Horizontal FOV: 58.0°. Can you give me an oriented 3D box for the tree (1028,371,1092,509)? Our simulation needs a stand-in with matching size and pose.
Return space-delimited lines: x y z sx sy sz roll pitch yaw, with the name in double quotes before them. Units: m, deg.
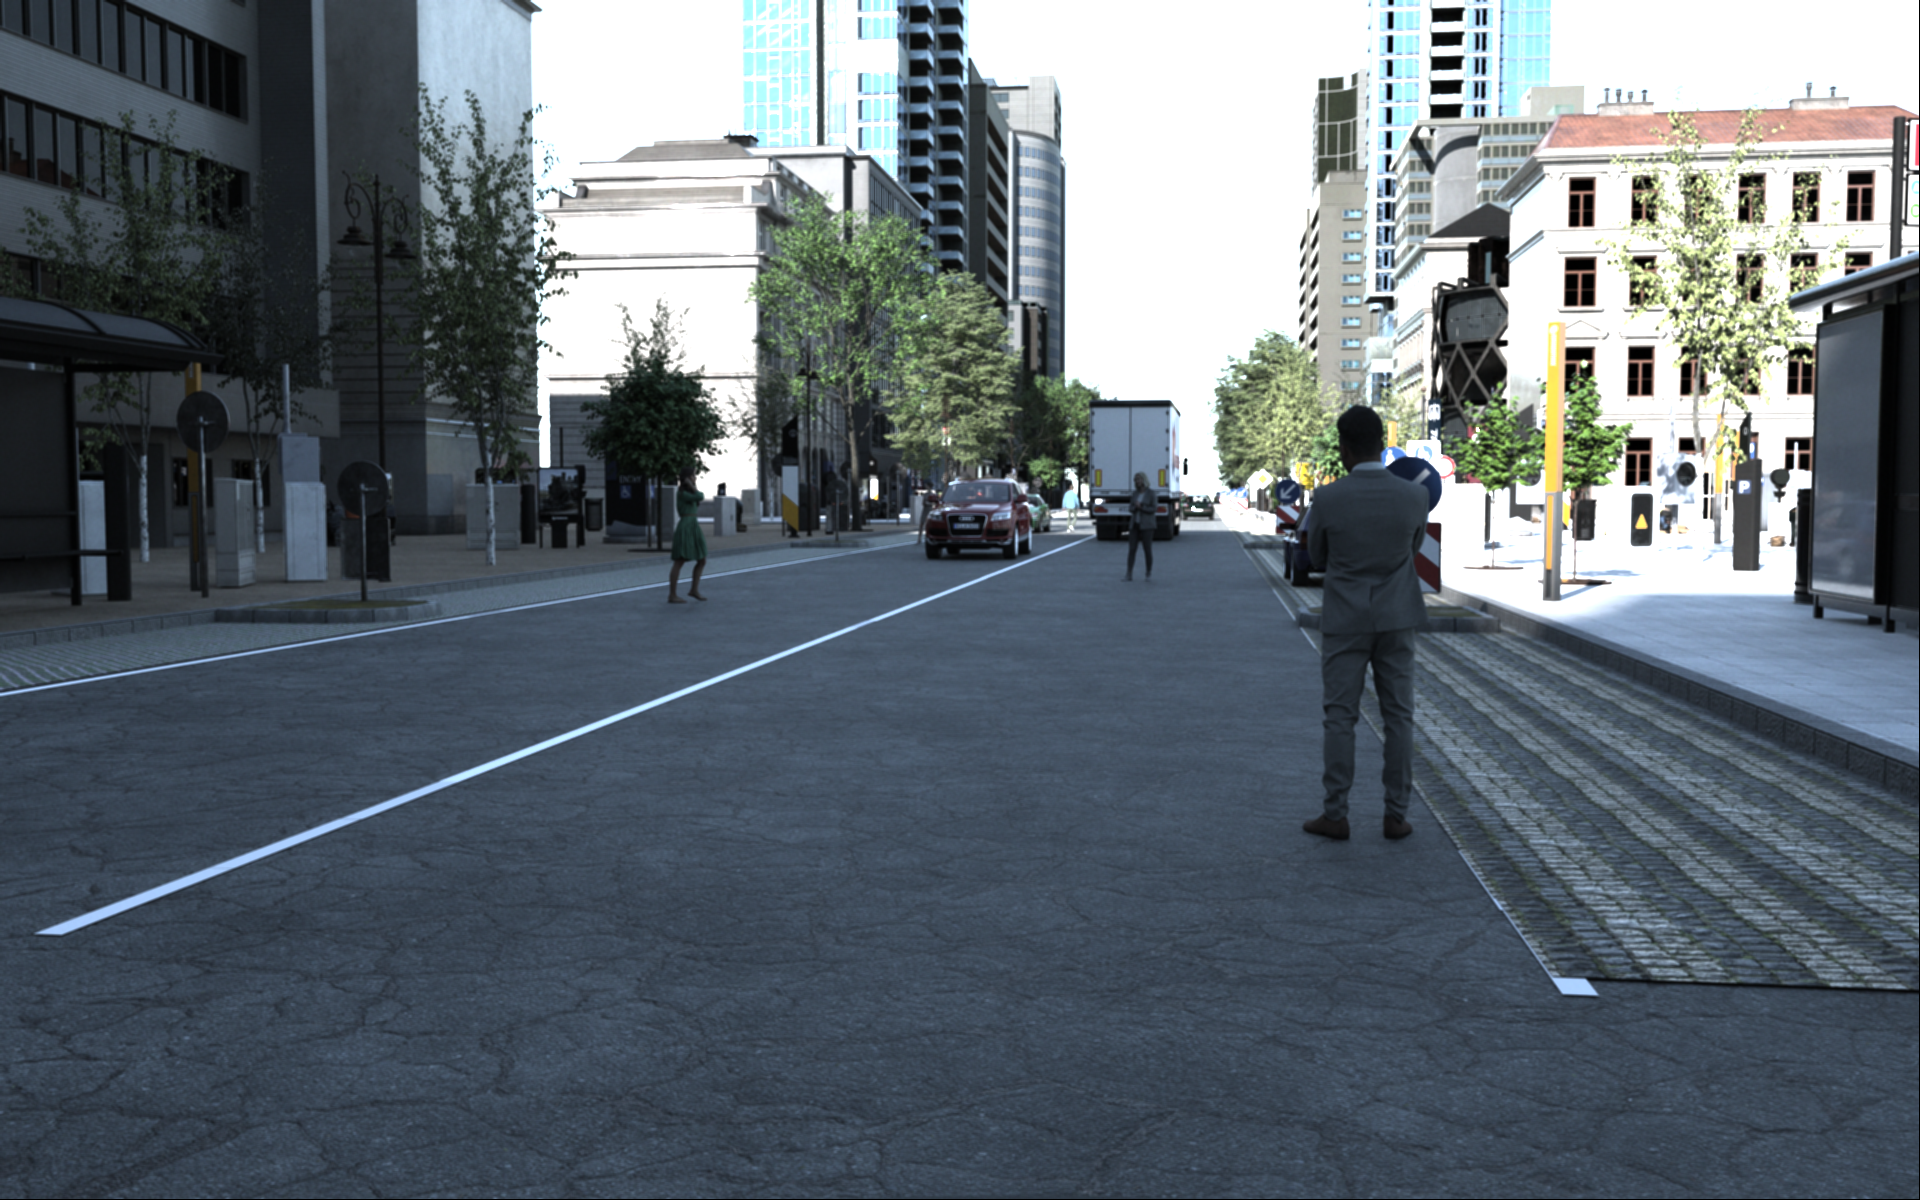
"tree" 7.605 -13.522 146.834 9.928 11.665 9.643 0 3 0

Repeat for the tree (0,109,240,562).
"tree" -15.733 -5.035 32.689 4.737 8.622 4.395 0 3 0

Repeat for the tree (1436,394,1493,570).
"tree" 9.230 -2.134 29.493 1.663 3.219 1.824 0 3 0

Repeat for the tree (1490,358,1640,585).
"tree" 8.865 -1.836 24.614 1.663 3.219 1.824 0 3 0

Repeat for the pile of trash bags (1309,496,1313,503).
"pile of trash bags" 28.389 -7.893 138.805 1.912 1.369 3.447 2 4 33

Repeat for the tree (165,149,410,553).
"tree" -15.144 -5.342 37.710 4.360 8.622 3.978 0 3 0

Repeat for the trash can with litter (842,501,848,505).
"trash can with litter" -6.983 -5.410 99.843 1.055 1.170 0.624 3 4 37

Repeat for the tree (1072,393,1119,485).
"tree" 18.065 -18.970 216.812 9.857 13.997 8.962 0 3 0

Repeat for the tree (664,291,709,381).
"tree" -11.390 -6.933 63.724 4.737 8.622 4.395 0 3 0

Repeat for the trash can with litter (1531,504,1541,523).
"trash can with litter" 25.498 -3.943 75.856 1.055 1.170 0.624 -1 4 -15

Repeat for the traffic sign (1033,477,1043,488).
"traffic sign" 5.840 -7.976 130.515 0.768 2.556 0.104 1 4 13

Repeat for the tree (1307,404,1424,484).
"tree" 14.393 -4.846 62.939 4.285 4.588 4.351 0 3 0

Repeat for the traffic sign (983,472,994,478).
"traffic sign" 1.291 -4.637 79.450 0.795 2.450 0.064 0 4 8

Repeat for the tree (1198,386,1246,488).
"tree" 31.117 -17.066 189.399 12.009 13.543 11.850 0 3 0

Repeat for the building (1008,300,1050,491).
"building" 5.661 -29.695 257.219 14.160 30.474 14.107 0 4 8

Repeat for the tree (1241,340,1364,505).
"tree" 16.241 -8.085 82.557 4.737 8.622 4.395 0 3 0

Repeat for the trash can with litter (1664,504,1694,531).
"trash can with litter" 25.422 -3.046 60.867 2.233 1.210 1.678 0 4 -7

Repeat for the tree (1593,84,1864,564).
"tree" 13.841 -4.971 31.642 4.737 8.622 4.395 0 3 0

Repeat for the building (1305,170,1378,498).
"building" 62.521 -38.524 253.571 21.300 48.544 21.600 0 4 8

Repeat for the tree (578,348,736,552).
"tree" -6.687 -3.372 38.846 4.285 4.588 4.351 0 3 0

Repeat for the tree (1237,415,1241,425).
"tree" 19.157 -9.414 104.277 4.737 8.622 4.395 0 3 0

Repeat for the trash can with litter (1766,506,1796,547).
"trash can with litter" 20.009 -1.856 41.732 1.055 1.170 0.624 3 5 41

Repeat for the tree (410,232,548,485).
"tree" -13.357 -6.013 48.669 4.360 8.622 3.978 0 3 0

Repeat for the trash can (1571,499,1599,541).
"trash can" 17.016 -2.178 47.260 0.748 1.137 0.748 0 3 0

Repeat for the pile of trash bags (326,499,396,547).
"pile of trash bags" -14.903 -2.016 42.717 1.912 1.369 3.447 -1 4 -18

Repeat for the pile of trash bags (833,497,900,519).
"pile of trash bags" -4.860 -4.765 87.664 3.447 1.369 1.912 -1 4 -23

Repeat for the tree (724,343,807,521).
"tree" -9.145 -8.113 83.013 4.360 8.622 3.978 0 3 0

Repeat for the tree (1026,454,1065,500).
"tree" 6.743 -9.422 137.756 4.285 4.588 4.351 0 3 0

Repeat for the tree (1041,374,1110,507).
"tree" 11.536 -15.206 165.633 9.611 12.733 9.660 0 3 0

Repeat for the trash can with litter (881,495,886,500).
"trash can with litter" -7.758 -8.384 148.143 2.233 1.210 1.678 -3 4 -37

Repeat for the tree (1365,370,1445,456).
"tree" 26.781 -9.379 103.706 4.737 8.622 4.395 0 3 0

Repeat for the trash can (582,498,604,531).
"trash can" -12.709 -2.962 60.090 0.748 1.137 0.748 0 3 0

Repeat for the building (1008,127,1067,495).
"building" 5.405 -44.999 277.728 21.231 58.520 28.212 0 4 8

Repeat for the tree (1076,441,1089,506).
"tree" 13.955 -14.642 189.751 4.737 8.622 4.395 0 3 0

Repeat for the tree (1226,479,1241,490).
"tree" 46.383 -18.767 290.550 4.285 4.588 4.351 0 3 0

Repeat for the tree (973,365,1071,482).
"tree" 4.168 -11.463 121.840 8.767 10.594 7.601 2 4 30

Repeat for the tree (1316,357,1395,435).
"tree" 21.030 -8.697 92.563 4.360 8.622 3.978 0 3 0

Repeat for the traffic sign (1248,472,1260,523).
"traffic sign" 13.313 -4.532 77.739 0.795 2.450 0.064 0 4 8

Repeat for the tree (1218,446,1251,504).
"tree" 38.926 -19.164 239.090 9.928 11.665 9.643 0 3 0

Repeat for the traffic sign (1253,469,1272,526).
"traffic sign" 12.197 -4.048 69.832 0.795 2.450 0.064 0 4 8

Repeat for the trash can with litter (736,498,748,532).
"trash can with litter" -7.518 -2.902 58.828 0.624 1.170 1.055 -2 4 -33

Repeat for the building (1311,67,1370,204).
"building" 68.420 -52.425 295.392 20.563 71.187 20.611 0 4 8

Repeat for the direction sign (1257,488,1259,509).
"direction sign" 24.832 -9.310 144.210 0.876 3.537 0.379 -3 5 -41

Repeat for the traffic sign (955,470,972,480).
"traffic sign" 0.175 -4.153 71.543 0.795 2.450 0.064 0 4 8

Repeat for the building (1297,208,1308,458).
"building" 65.015 -39.838 275.055 21.300 48.544 21.600 0 4 8

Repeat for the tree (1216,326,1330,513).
"tree" 21.491 -12.172 117.132 7.486 12.596 7.792 0 3 0

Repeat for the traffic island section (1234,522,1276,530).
"traffic island section" 13.338 -3.396 77.813 2.009 0.180 2.903 0 4 8

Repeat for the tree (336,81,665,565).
"tree" -8.611 -4.922 30.841 4.737 8.622 4.395 0 3 0

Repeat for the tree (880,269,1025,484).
"tree" -0.091 -10.367 87.622 7.486 12.596 7.792 0 3 0

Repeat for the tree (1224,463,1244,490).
"tree" 40.055 -18.388 250.999 4.360 8.622 3.978 0 3 0

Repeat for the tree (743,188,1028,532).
"tree" -3.712 -8.188 59.621 9.928 11.665 9.643 0 3 0

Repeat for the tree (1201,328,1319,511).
"tree" 23.556 -13.947 134.687 9.857 13.997 8.962 0 3 0
